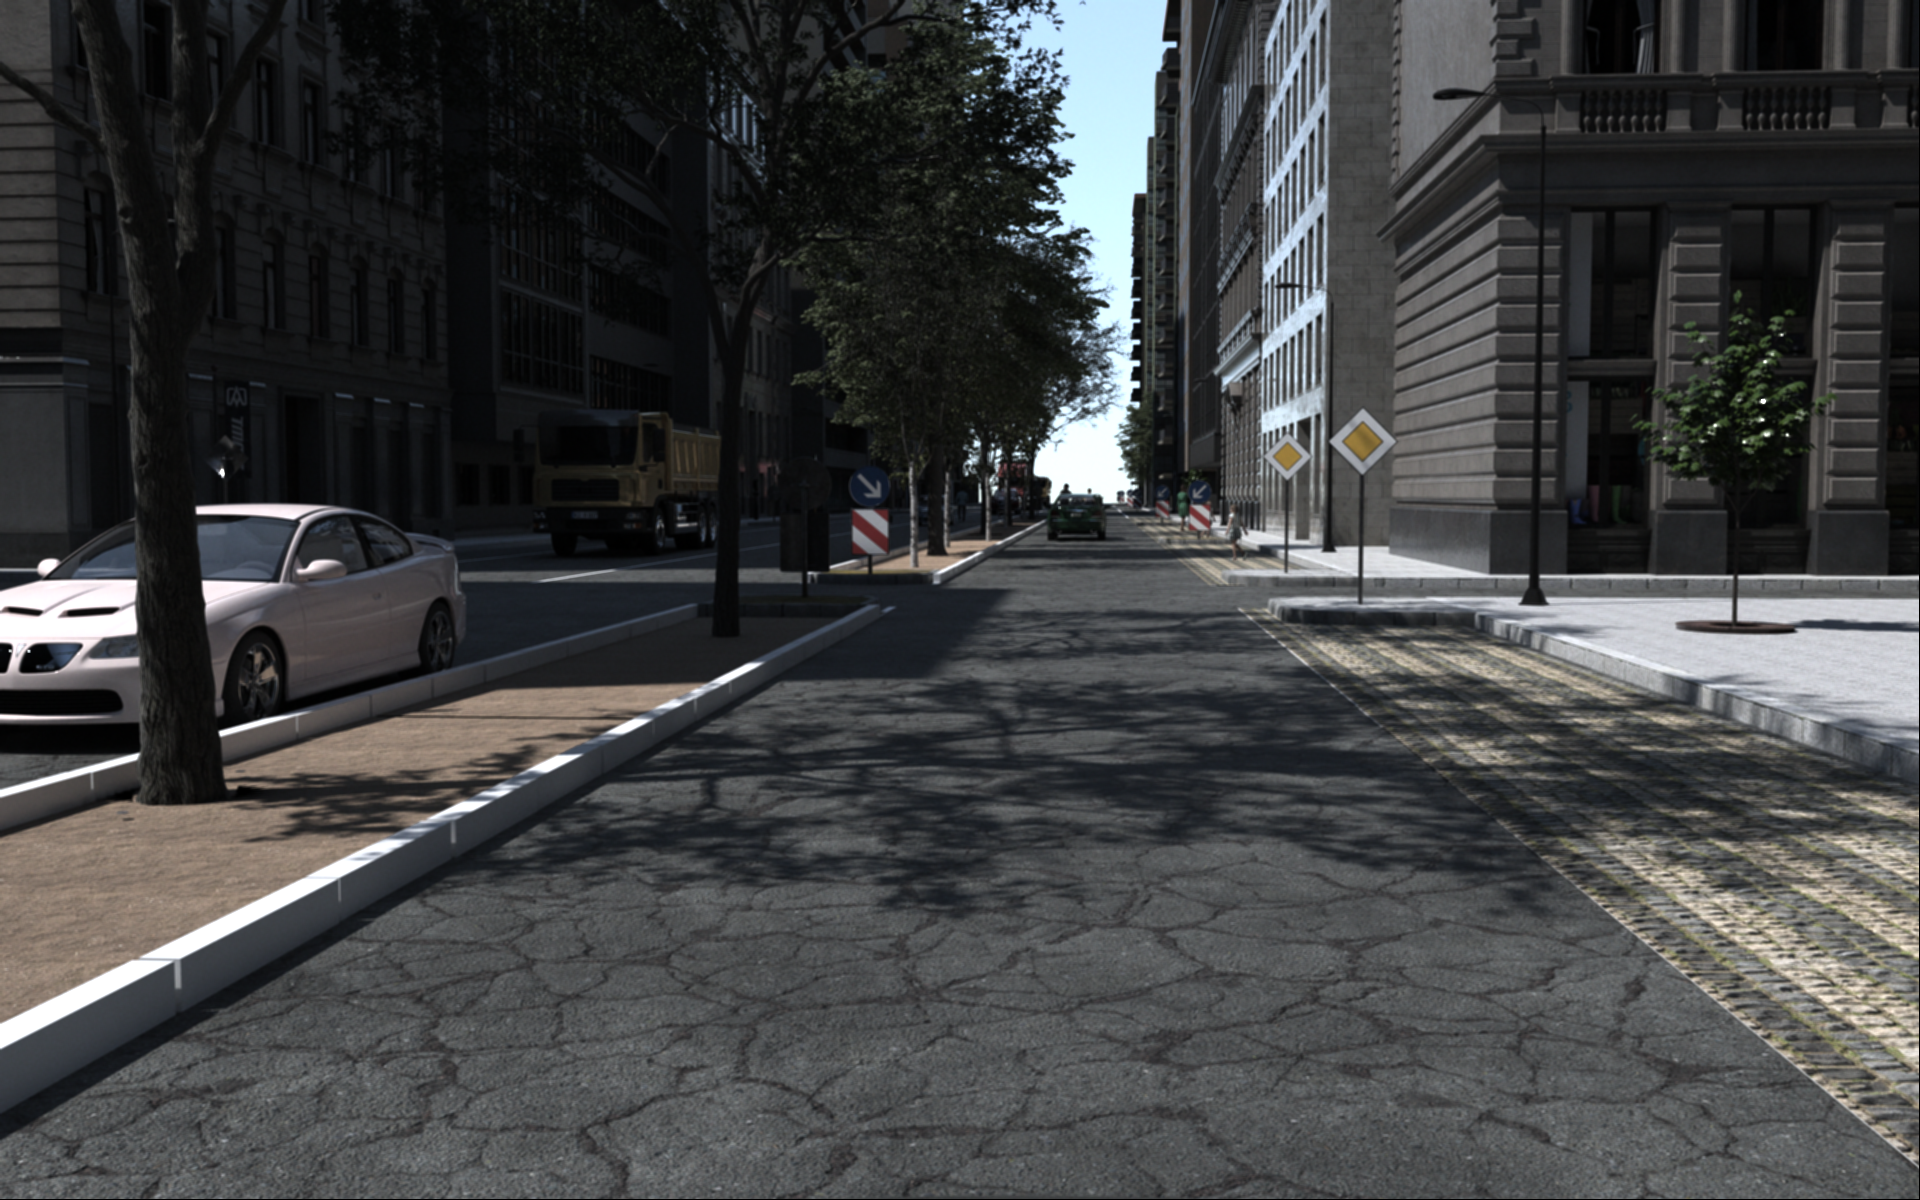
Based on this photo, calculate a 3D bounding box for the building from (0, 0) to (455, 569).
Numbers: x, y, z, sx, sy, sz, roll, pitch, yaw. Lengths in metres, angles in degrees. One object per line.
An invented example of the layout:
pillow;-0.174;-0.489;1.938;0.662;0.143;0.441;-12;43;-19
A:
building;-19.210;-11.568;38.284;9.793;20.994;18.267;0;4;5

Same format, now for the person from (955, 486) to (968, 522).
person;0.085;-4.827;87.440;0.660;1.820;0.620;-1;4;-11

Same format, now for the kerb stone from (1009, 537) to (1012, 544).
kerb stone;1.302;-1.623;48.739;0.120;0.150;1.000;0;4;5

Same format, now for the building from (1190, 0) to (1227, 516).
building;19.798;-18.147;90.203;14.314;27.812;24.014;0;4;5

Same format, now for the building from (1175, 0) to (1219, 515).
building;21.581;-28.298;112.777;14.600;45.320;14.200;0;4;5

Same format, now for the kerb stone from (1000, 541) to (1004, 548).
kerb stone;0.975;-1.373;44.650;0.120;0.150;1.000;0;4;5

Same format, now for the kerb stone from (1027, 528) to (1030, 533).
kerb stone;2.284;-2.374;61.004;0.120;0.150;1.000;0;4;5

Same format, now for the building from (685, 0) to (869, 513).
building;-18.101;-30.075;115.424;21.300;48.544;21.600;0;4;5

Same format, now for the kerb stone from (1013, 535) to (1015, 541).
kerb stone;1.465;-1.740;50.785;0.120;0.150;1.000;0;4;5

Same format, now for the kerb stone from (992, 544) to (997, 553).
kerb stone;0.727;-1.185;41.576;0.120;0.150;1.000;0;4;5

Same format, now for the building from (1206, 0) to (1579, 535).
building;15.876;-14.663;68.616;11.050;23.489;19.941;0;4;5

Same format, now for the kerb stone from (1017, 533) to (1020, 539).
kerb stone;1.706;-1.934;53.852;0.120;0.150;1.000;0;4;5

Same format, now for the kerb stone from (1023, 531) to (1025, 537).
kerb stone;1.956;-2.124;56.926;0.120;0.150;1.000;0;4;5

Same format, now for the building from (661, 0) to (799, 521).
building;-16.492;-17.929;90.397;12.463;27.353;25.104;0;4;5

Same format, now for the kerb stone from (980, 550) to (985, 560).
kerb stone;0.400;-0.935;37.492;0.120;0.150;1.000;0;4;5

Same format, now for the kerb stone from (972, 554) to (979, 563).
kerb stone;0.234;-0.806;35.444;0.120;0.150;1.000;0;4;5

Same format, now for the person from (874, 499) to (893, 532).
person;-2.907;-3.363;63.455;0.822;1.834;0.622;0;4;6

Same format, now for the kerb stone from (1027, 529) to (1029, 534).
kerb stone;2.206;-2.311;59.982;0.120;0.150;1.000;0;4;5

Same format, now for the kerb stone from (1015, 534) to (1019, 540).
kerb stone;1.630;-1.874;52.830;0.120;0.150;1.000;0;4;5

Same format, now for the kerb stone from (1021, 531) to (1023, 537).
kerb stone;1.873;-2.060;55.895;0.120;0.150;1.000;0;4;5

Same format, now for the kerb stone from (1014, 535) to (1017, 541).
kerb stone;1.541;-1.804;51.804;0.120;0.150;1.000;0;4;5

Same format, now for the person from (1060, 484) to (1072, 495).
person;4.129;-3.727;69.239;0.655;1.846;0.447;-2;4;-31

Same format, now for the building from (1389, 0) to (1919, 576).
building;18.017;-12.355;30.886;19.941;23.489;11.050;0;4;5

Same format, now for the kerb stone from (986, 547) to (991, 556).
kerb stone;0.561;-1.060;39.530;0.120;0.150;1.000;0;4;5

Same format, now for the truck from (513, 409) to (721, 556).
truck;-8.056;-2.848;42.484;3.469;3.379;9.791;0;4;4

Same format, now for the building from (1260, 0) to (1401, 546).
building;14.781;-11.938;49.942;10.420;20.320;16.860;0;4;5

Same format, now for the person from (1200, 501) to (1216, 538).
person;7.771;-2.495;54.306;0.505;1.210;0.382;-2;4;-35

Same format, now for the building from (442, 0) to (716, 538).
building;-18.977;-14.880;62.347;14.314;24.678;30.058;0;4;5

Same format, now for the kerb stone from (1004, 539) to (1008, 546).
kerb stone;1.136;-1.498;46.695;0.120;0.150;1.000;0;4;5

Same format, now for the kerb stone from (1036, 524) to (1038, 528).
kerb stone;2.931;-2.874;69.190;0.120;0.150;1.000;0;4;5

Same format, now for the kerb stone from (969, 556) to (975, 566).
kerb stone;0.157;-0.739;34.417;0.120;0.150;1.000;0;4;5

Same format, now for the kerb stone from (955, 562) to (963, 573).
kerb stone;-0.084;-0.556;31.350;0.120;0.150;1.000;0;4;5

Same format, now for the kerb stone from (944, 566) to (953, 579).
kerb stone;-0.256;-0.432;29.303;0.120;0.150;1.000;0;4;5

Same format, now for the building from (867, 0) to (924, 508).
building;-10.948;-31.297;161.812;14.600;45.320;14.200;0;4;5

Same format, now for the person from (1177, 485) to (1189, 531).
person;8.585;-3.546;66.717;0.600;1.795;0.529;2;4;32

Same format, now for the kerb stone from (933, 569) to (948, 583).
kerb stone;-0.335;-0.372;28.281;0.120;0.150;1.000;0;4;5

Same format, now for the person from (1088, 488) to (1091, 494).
person;6.991;-5.083;92.279;0.731;1.740;0.598;1;4;10

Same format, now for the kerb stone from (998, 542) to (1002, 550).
kerb stone;0.899;-1.310;43.618;0.120;0.150;1.000;0;4;5

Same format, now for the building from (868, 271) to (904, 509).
building;-19.948;-18.143;141.678;27.650;21.520;28.899;0;4;5

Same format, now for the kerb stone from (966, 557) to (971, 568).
kerb stone;0.075;-0.685;33.387;0.120;0.150;1.000;0;4;5

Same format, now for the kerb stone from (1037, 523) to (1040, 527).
kerb stone;3.102;-2.995;71.228;0.120;0.150;1.000;0;4;5

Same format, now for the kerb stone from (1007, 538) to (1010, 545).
kerb stone;1.218;-1.561;47.721;0.120;0.150;1.000;0;4;5

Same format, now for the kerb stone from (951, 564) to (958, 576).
kerb stone;-0.171;-0.497;30.328;0.120;0.150;1.000;0;4;5

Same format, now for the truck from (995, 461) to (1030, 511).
truck;4.696;-9.789;148.957;2.839;4.237;11.283;0;4;5

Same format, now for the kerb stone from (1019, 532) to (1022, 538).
kerb stone;1.788;-1.999;54.877;0.120;0.150;1.000;0;4;5

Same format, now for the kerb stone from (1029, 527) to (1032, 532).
kerb stone;2.449;-2.495;63.058;0.120;0.150;1.000;0;4;5

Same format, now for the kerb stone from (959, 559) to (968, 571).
kerb stone;-0.002;-0.622;32.368;0.120;0.150;1.000;0;4;5

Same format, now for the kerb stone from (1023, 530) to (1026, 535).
kerb stone;2.036;-2.183;57.945;0.120;0.150;1.000;0;4;5

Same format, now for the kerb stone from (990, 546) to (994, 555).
kerb stone;0.650;-1.119;40.557;0.120;0.150;1.000;0;4;5

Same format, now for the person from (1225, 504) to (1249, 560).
person;5.908;-1.442;37.096;0.505;1.210;0.382;-3;5;-43

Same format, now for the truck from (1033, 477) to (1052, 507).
truck;8.741;-12.182;195.105;3.469;3.379;9.791;0;4;5

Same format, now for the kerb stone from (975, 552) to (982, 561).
kerb stone;0.325;-0.873;36.473;0.120;0.150;1.000;0;4;5

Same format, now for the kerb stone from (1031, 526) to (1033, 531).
kerb stone;2.527;-2.562;64.079;0.120;0.150;1.000;0;4;5

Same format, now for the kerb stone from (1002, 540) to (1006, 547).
kerb stone;1.055;-1.436;45.671;0.120;0.150;1.000;0;4;5

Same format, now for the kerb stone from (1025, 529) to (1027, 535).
kerb stone;2.125;-2.249;58.963;0.120;0.150;1.000;0;4;5

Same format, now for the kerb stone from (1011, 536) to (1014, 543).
kerb stone;1.384;-1.685;49.765;0.120;0.150;1.000;0;4;5

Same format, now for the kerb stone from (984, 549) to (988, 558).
kerb stone;0.477;-0.995;38.512;0.120;0.150;1.000;0;4;5

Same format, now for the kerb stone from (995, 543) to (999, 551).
kerb stone;0.820;-1.244;42.599;0.120;0.150;1.000;0;4;5
